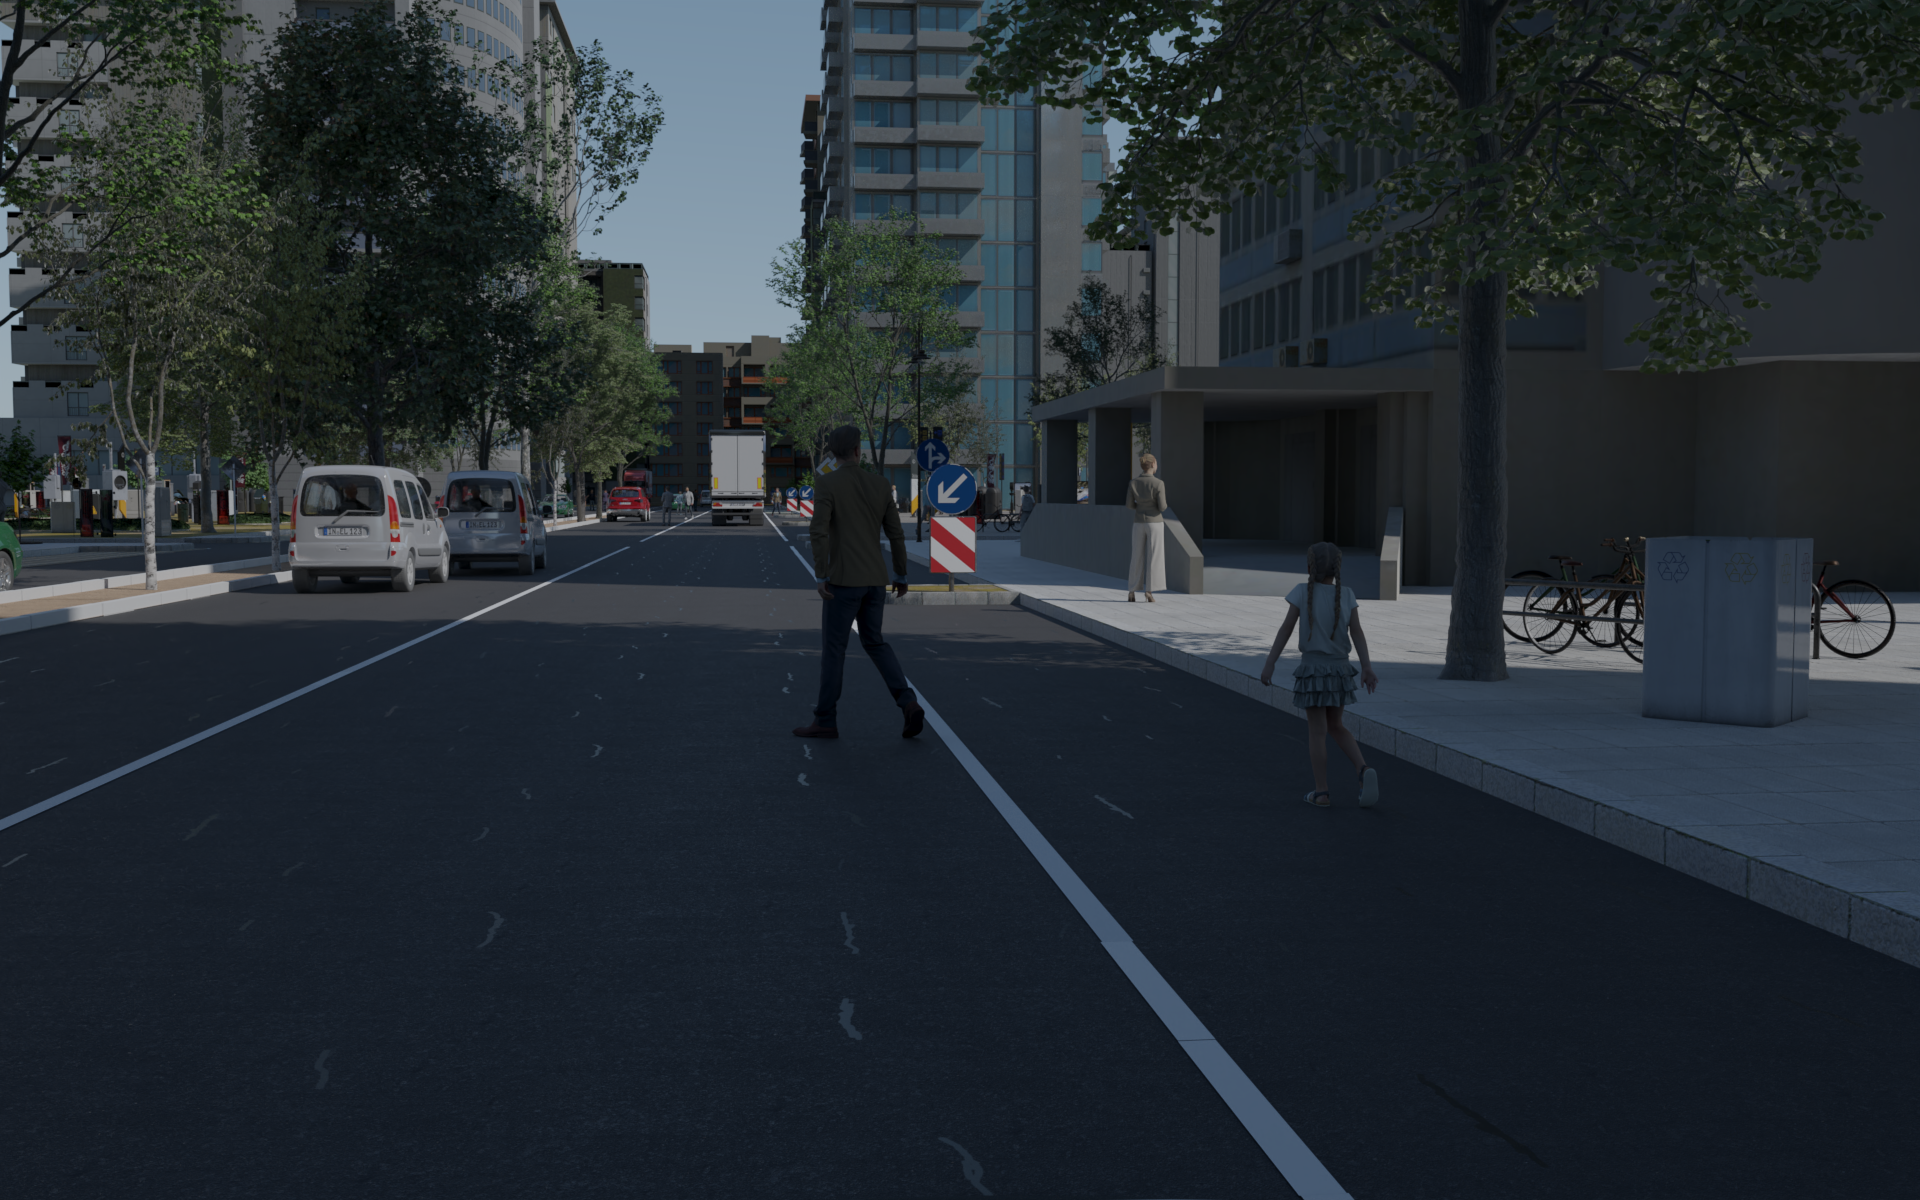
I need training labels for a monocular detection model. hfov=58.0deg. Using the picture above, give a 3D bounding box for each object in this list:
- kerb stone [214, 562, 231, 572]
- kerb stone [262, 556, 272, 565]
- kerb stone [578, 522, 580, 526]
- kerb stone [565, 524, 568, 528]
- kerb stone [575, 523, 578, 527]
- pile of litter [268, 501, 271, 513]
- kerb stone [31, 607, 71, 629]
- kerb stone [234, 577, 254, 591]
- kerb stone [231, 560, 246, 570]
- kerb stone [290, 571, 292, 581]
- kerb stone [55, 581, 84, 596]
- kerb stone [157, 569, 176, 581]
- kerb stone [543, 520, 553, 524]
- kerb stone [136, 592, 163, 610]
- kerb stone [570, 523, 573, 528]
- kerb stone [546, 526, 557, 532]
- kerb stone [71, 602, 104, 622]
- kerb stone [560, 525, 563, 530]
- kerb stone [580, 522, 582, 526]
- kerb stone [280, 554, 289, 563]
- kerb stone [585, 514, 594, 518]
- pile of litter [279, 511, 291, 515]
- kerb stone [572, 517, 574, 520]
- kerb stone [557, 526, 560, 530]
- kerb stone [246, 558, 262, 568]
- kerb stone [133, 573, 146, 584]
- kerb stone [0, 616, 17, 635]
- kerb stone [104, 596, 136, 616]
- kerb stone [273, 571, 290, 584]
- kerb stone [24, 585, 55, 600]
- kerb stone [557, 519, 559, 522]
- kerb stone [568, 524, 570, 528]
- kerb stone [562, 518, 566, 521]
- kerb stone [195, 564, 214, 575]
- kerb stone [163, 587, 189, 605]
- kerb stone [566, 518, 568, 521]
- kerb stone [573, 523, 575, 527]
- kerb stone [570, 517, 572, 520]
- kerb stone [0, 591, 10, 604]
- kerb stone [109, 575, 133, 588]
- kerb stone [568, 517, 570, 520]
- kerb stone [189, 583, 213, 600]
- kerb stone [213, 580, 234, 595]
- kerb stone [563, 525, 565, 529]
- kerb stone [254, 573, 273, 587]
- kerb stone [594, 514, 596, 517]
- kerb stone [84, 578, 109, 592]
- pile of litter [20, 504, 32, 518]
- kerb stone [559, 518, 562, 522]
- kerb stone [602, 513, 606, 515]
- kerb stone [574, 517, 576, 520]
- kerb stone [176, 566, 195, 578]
[{"bbox_3d":[-13.640,-0.585,31.771,0.120,0.150,1.000,0,4,-7],"label":"kerb stone"},{"bbox_3d":[-14.014,-0.773,34.828,0.120,0.150,1.000,0,4,-7],"label":"kerb stone"},{"bbox_3d":[-16.968,-3.311,76.338,0.120,0.150,1.000,0,4,-7],"label":"kerb stone"},{"bbox_3d":[-16.356,-2.999,71.249,0.120,0.150,1.000,0,4,-7],"label":"kerb stone"},{"bbox_3d":[-16.849,-3.248,75.323,0.120,0.150,1.000,0,4,-7],"label":"kerb stone"},{"bbox_3d":[-46.214,-6.296,116.904,1.176,0.858,1.719,-1,4,-23],"label":"pile of litter"},{"bbox_3d":[-9.937,0.208,18.800,0.120,0.150,1.000,0,4,-7],"label":"kerb stone"},{"bbox_3d":[-10.810,-0.225,25.920,0.120,0.150,1.000,0,4,-7],"label":"kerb stone"},{"bbox_3d":[-13.766,-0.648,32.788,0.120,0.150,1.000,0,4,-7],"label":"kerb stone"},{"bbox_3d":[-11.184,-0.406,28.984,0.120,0.150,1.000,0,4,-7],"label":"kerb stone"},{"bbox_3d":[-12.763,-0.146,24.644,0.120,0.150,1.000,0,4,-7],"label":"kerb stone"},{"bbox_3d":[-13.267,-0.396,28.716,0.120,0.150,1.000,0,4,-7],"label":"kerb stone"},{"bbox_3d":[-20.045,-3.785,84.194,0.120,0.150,1.000,0,4,-7],"label":"kerb stone"},{"bbox_3d":[-10.312,0.022,21.844,0.120,0.150,1.000,0,4,-7],"label":"kerb stone"},{"bbox_3d":[-16.602,-3.124,73.278,0.120,0.150,1.000,0,4,-7],"label":"kerb stone"},{"bbox_3d":[-15.851,-2.751,67.183,0.120,0.150,1.000,0,4,-7],"label":"kerb stone"},{"bbox_3d":[-10.067,0.146,19.814,0.120,0.150,1.000,0,4,-7],"label":"kerb stone"},{"bbox_3d":[-16.096,-2.874,69.221,0.120,0.150,1.000,0,4,-7],"label":"kerb stone"},{"bbox_3d":[-17.098,-3.374,77.352,0.120,0.150,1.000,0,4,-7],"label":"kerb stone"},{"bbox_3d":[-14.134,-0.835,35.844,0.120,0.150,1.000,0,4,-7],"label":"kerb stone"},{"bbox_3d":[-22.789,-5.162,106.595,0.120,0.150,1.000,0,4,-7],"label":"kerb stone"},{"bbox_3d":[-31.887,-4.244,83.357,1.719,0.858,1.176,2,4,29],"label":"pile of litter"},{"bbox_3d":[-21.291,-4.414,94.369,0.120,0.150,1.000,0,4,-7],"label":"kerb stone"},{"bbox_3d":[-15.979,-2.814,68.197,0.120,0.150,1.000,0,4,-7],"label":"kerb stone"},{"bbox_3d":[-13.885,-0.710,33.805,0.120,0.150,1.000,0,4,-7],"label":"kerb stone"},{"bbox_3d":[-13.135,-0.334,27.697,0.120,0.150,1.000,0,4,-7],"label":"kerb stone"},{"bbox_3d":[-9.811,0.274,17.782,0.120,0.150,1.000,0,4,-7],"label":"kerb stone"},{"bbox_3d":[-10.176,0.083,20.830,0.120,0.150,1.000,0,4,-7],"label":"kerb stone"},{"bbox_3d":[-11.055,-0.352,27.961,0.120,0.150,1.000,0,4,-7],"label":"kerb stone"},{"bbox_3d":[-12.641,-0.084,23.621,0.120,0.150,1.000,0,4,-7],"label":"kerb stone"},{"bbox_3d":[-20.429,-3.978,87.240,0.120,0.150,1.000,0,4,-7],"label":"kerb stone"},{"bbox_3d":[-16.470,-3.062,72.265,0.120,0.150,1.000,0,4,-7],"label":"kerb stone"},{"bbox_3d":[-20.795,-4.165,90.299,0.120,0.150,1.000,0,4,-7],"label":"kerb stone"},{"bbox_3d":[-13.518,-0.523,30.757,0.120,0.150,1.000,0,4,-7],"label":"kerb stone"},{"bbox_3d":[-10.433,-0.041,22.859,0.120,0.150,1.000,0,4,-7],"label":"kerb stone"},{"bbox_3d":[-20.919,-4.227,91.314,0.120,0.150,1.000,0,4,-7],"label":"kerb stone"},{"bbox_3d":[-16.726,-3.180,74.300,0.120,0.150,1.000,0,4,-7],"label":"kerb stone"},{"bbox_3d":[-21.167,-4.349,93.347,0.120,0.150,1.000,0,4,-7],"label":"kerb stone"},{"bbox_3d":[-12.523,-0.025,22.605,0.120,0.150,1.000,0,4,-7],"label":"kerb stone"},{"bbox_3d":[-13.014,-0.274,26.675,0.120,0.150,1.000,0,4,-7],"label":"kerb stone"},{"bbox_3d":[-21.045,-4.289,92.328,0.120,0.150,1.000,0,4,-7],"label":"kerb stone"},{"bbox_3d":[-10.556,-0.103,23.879,0.120,0.150,1.000,0,4,-7],"label":"kerb stone"},{"bbox_3d":[-10.685,-0.166,24.905,0.120,0.150,1.000,0,4,-7],"label":"kerb stone"},{"bbox_3d":[-16.221,-2.938,70.235,0.120,0.150,1.000,0,4,-7],"label":"kerb stone"},{"bbox_3d":[-10.936,-0.289,26.946,0.120,0.150,1.000,0,4,-7],"label":"kerb stone"},{"bbox_3d":[-22.908,-5.223,107.611,0.120,0.150,1.000,0,4,-7],"label":"kerb stone"},{"bbox_3d":[-12.888,-0.212,25.661,0.120,0.150,1.000,0,4,-7],"label":"kerb stone"},{"bbox_3d":[-39.667,-3.671,73.981,1.176,0.858,1.719,-1,4,-14],"label":"pile of litter"},{"bbox_3d":[-20.548,-4.041,88.259,0.120,0.150,1.000,0,4,-7],"label":"kerb stone"},{"bbox_3d":[-24.278,-5.909,118.811,0.120,0.150,1.000,0,4,-7],"label":"kerb stone"},{"bbox_3d":[-21.419,-4.477,95.398,0.120,0.150,1.000,0,4,-7],"label":"kerb stone"},{"bbox_3d":[-13.395,-0.460,29.733,0.120,0.150,1.000,0,4,-7],"label":"kerb stone"}]
